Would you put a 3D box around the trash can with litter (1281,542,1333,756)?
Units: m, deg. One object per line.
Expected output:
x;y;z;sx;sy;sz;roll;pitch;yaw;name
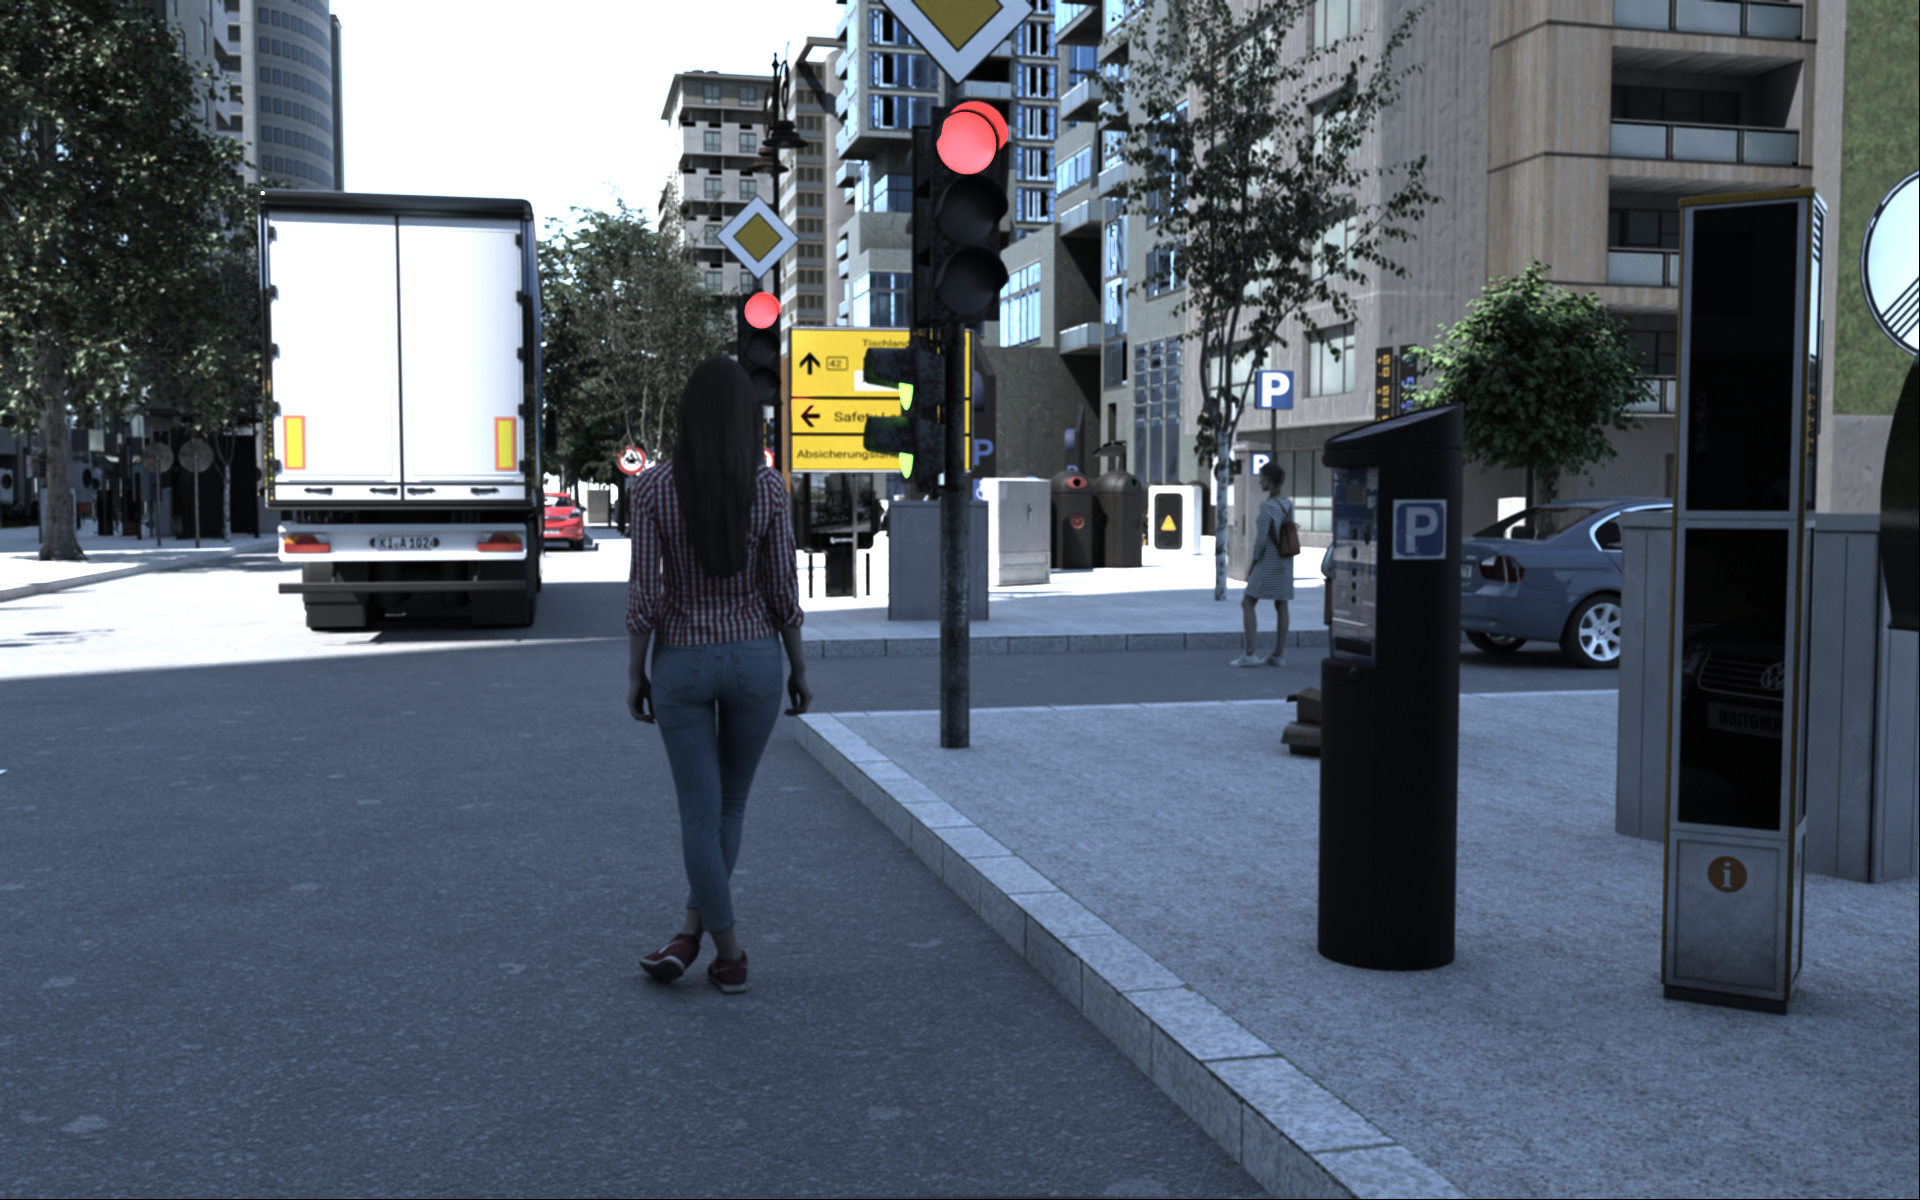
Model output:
2.060;0.163;8.724;0.624;1.170;1.055;2;4;34;trash can with litter

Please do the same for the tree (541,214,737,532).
-11.526;-7.594;58.578;8.767;10.594;7.601;-1;4;-14;tree

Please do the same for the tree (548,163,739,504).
-6.995;-5.433;39.189;4.360;8.622;3.978;0;3;0;tree

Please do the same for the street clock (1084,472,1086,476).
3.674;-2.985;53.379;0.358;2.002;0.471;2;4;35;street clock

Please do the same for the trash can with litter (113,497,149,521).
-39.218;-4.321;81.714;2.233;1.210;1.678;2;4;23;trash can with litter

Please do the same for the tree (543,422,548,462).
-27.801;-10.611;123.857;4.360;8.622;3.978;0;3;0;tree

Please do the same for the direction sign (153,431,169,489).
-28.911;-4.327;62.749;0.876;3.537;0.379;2;4;32;direction sign

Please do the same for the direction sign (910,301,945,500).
-0.287;-1.704;19.862;0.379;3.537;0.876;-3;5;-41;direction sign

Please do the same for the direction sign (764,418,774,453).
-5.730;-3.664;51.899;0.379;3.537;0.876;-3;4;-37;direction sign

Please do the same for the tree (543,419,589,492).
-52.628;-19.041;228.319;9.611;12.733;9.660;0;3;0;tree

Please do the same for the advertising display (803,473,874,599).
-1.500;-0.996;21.503;0.974;1.923;0.123;-3;4;-37;advertising display

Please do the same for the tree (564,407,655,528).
-13.266;-5.010;65.634;4.285;4.588;4.351;0;3;0;tree

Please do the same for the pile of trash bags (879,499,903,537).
-0.613;-2.550;51.445;3.447;1.369;1.912;3;5;40;pile of trash bags

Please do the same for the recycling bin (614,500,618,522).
-15.323;-4.064;79.007;0.722;1.027;0.722;-2;4;-31;recycling bin

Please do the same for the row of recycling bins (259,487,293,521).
-32.579;-4.677;83.589;1.069;1.692;3.534;0;4;8;row of recycling bins

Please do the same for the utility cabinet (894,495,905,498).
-2.723;-4.410;83.272;0.306;1.237;1.020;3;5;39;utility cabinet

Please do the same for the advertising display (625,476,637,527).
-11.858;-3.534;62.993;0.974;1.923;0.123;-1;4;-12;advertising display

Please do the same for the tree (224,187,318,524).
-26.602;-9.795;70.512;12.009;13.543;11.850;0;3;0;tree

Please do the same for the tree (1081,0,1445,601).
3.375;-4.303;20.723;4.360;8.622;3.978;0;3;0;tree

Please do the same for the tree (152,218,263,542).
-19.482;-5.845;45.932;4.360;8.622;3.978;0;3;0;tree

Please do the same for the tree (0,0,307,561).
-17.503;-7.109;33.240;9.611;12.733;9.660;0;3;0;tree

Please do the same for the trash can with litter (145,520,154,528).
-30.460;-3.331;65.855;1.055;1.170;0.624;0;4;0;trash can with litter

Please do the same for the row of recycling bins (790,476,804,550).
-3.792;-2.060;40.786;1.069;1.692;3.534;1;4;16;row of recycling bins

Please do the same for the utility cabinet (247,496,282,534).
-22.444;-2.734;55.861;1.020;1.237;0.306;-2;4;-24;utility cabinet

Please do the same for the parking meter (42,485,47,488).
-25.852;-2.494;49.186;0.372;1.533;0.369;0;3;0;parking meter

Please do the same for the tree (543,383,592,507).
-31.557;-13.224;141.969;9.928;11.665;9.643;0;3;0;tree

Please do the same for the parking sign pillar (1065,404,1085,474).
3.415;-3.851;51.441;1.447;3.967;1.447;1;4;11;parking sign pillar

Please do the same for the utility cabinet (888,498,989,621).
-0.222;-0.398;17.673;1.020;1.237;0.306;0;4;-2;utility cabinet

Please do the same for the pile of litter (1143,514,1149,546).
4.477;-1.784;43.139;1.176;0.858;1.719;0;4;0;pile of litter

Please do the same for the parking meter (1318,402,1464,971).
1.188;0.221;4.790;0.372;1.533;0.369;0;3;0;parking meter

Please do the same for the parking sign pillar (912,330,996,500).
0.180;-2.361;27.070;1.447;3.967;1.447;-1;4;-16;parking sign pillar

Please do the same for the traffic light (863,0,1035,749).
-0.045;-1.208;8.679;0.839;4.253;0.868;-1;4;-14;traffic light

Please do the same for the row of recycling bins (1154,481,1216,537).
6.989;-2.832;53.413;1.069;1.692;3.534;-3;5;-42;row of recycling bins

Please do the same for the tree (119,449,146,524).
-35.329;-4.889;74.533;1.663;3.219;1.824;0;3;0;tree

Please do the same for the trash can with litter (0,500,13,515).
-39.183;-3.668;71.353;1.055;1.170;0.624;3;4;39;trash can with litter

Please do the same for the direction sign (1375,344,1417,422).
6.677;-2.117;26.610;0.379;3.537;0.876;-2;4;-28;direction sign

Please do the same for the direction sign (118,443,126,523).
-37.545;-5.243;77.712;0.379;3.537;0.876;0;4;-6;direction sign

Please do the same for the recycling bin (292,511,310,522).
-30.664;-4.177;80.842;0.722;1.027;0.722;0;4;8;recycling bin

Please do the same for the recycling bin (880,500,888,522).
-2.810;-3.552;70.627;0.722;1.027;0.722;-2;4;-28;recycling bin

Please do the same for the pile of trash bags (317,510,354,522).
-27.981;-4.177;78.046;1.912;1.369;3.447;-1;4;-21;pile of trash bags

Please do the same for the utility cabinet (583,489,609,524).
-15.530;-3.991;73.936;0.318;1.500;1.173;3;4;38;utility cabinet

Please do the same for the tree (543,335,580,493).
-43.849;-20.833;196.513;12.611;20.169;13.585;0;3;0;tree

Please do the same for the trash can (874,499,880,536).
-2.814;-2.563;53.561;0.748;1.137;0.748;0;3;0;trash can

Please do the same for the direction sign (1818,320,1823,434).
10.806;-1.864;22.472;0.876;3.537;0.379;-1;4;-21;direction sign

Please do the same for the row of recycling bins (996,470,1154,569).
1.466;-1.378;29.644;3.534;1.692;1.069;-2;4;-24;row of recycling bins

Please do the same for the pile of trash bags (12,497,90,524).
-38.762;-3.897;73.461;3.447;1.369;1.912;-2;4;-25;pile of trash bags

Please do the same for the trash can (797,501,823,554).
-3.171;-1.584;37.557;0.748;1.137;0.748;0;3;0;trash can

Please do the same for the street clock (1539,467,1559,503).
11.100;-1.718;32.662;0.358;2.002;0.471;0;4;0;street clock

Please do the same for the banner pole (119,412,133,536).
-25.430;-3.844;52.873;0.401;3.779;0.863;-3;5;-44;banner pole

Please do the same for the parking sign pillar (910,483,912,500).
-1.411;-4.579;63.333;1.447;3.967;1.447;3;5;39;parking sign pillar

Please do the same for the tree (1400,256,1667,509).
7.911;-2.452;23.810;4.285;4.588;4.351;0;3;0;tree

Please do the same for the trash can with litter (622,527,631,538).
-9.446;-2.443;51.322;1.055;1.170;0.624;-2;4;-32;trash can with litter

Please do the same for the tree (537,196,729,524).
-14.433;-10.258;74.380;9.857;13.997;8.962;0;3;0;tree

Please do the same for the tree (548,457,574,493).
-49.847;-16.299;216.850;4.737;8.622;4.395;0;3;0;tree

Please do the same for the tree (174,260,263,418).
-23.715;-7.709;60.453;7.601;10.594;8.767;0;4;-7;tree

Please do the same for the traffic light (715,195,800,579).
-1.931;-1.683;16.439;0.839;4.253;0.868;-1;4;-14;traffic light

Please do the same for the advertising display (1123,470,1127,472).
4.479;-2.586;47.490;0.123;1.923;0.974;1;4;10;advertising display

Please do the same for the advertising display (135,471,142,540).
-23.238;-2.677;48.983;0.123;1.923;0.974;-2;4;-26;advertising display

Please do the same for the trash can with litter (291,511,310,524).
-28.345;-3.895;74.736;1.678;1.210;2.233;0;4;-3;trash can with litter
